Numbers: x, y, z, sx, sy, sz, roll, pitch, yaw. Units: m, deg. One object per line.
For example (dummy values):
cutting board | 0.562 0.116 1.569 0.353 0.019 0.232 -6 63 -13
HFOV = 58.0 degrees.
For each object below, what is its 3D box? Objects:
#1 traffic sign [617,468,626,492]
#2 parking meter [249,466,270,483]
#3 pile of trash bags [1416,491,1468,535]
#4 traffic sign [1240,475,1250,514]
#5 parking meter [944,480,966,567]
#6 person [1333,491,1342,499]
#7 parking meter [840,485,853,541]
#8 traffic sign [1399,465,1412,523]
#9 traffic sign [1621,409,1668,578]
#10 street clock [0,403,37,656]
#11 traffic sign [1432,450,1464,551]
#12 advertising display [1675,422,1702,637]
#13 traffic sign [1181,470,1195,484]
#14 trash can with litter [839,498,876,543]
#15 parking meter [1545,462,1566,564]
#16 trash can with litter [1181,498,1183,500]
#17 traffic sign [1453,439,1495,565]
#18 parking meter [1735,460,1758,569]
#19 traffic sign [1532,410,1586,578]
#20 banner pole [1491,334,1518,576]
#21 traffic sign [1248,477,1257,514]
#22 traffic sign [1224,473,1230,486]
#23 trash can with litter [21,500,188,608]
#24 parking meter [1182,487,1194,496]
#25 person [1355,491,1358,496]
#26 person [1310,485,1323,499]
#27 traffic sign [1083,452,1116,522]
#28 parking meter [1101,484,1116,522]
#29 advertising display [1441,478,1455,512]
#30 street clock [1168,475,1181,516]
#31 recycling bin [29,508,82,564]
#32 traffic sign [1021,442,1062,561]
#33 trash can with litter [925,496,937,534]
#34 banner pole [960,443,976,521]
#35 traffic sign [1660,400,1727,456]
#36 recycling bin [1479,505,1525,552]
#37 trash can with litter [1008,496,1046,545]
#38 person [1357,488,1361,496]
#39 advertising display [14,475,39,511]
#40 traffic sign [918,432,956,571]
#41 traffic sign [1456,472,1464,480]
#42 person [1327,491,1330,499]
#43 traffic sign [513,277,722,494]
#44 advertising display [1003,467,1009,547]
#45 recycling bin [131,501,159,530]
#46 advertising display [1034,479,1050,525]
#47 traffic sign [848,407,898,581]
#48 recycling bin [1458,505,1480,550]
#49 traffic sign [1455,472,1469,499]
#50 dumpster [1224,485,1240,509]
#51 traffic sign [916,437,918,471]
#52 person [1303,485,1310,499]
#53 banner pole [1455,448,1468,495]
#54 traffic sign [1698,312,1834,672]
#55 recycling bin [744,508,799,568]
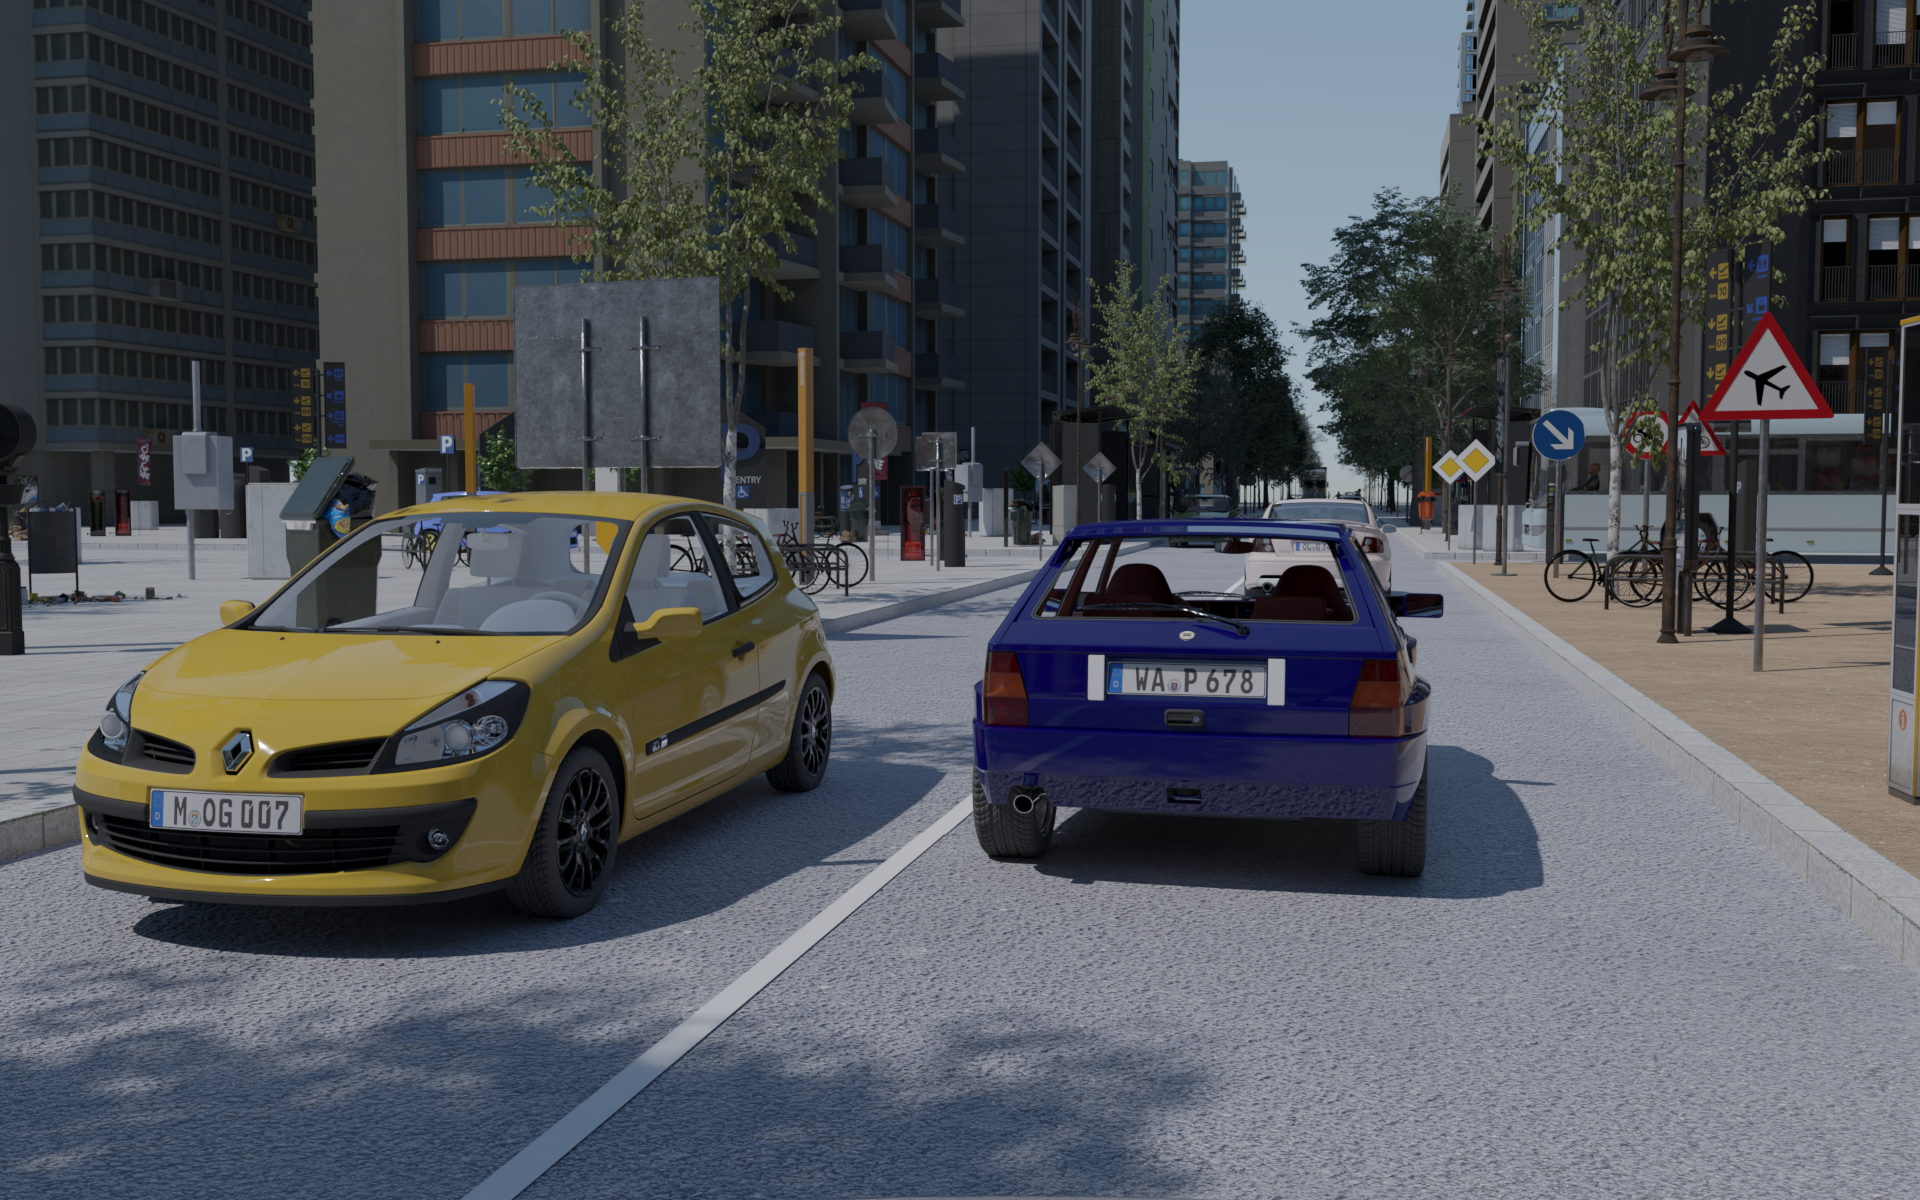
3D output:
traffic sign | -3.347 -1.041 17.129 0.768 2.556 0.104 1 4 21
parking meter | -14.485 -1.845 35.876 0.399 1.863 0.255 2 4 31
pile of trash bags | 15.879 -2.745 54.628 1.912 1.369 3.447 -3 5 -39
traffic sign | 18.146 -6.750 110.463 0.768 2.556 0.104 1 4 13
parking meter | -0.091 -1.348 30.454 0.372 1.533 0.369 0 3 0
person | 37.527 -9.935 171.671 1.217 1.736 0.721 1 4 14
parking meter | -3.094 -2.379 47.304 0.372 1.533 0.369 0 3 0
traffic sign | 19.539 -4.614 75.541 0.768 2.556 0.104 1 4 18
traffic sign | 10.100 -1.551 25.469 0.768 2.556 0.104 1 4 18
street clock | -7.609 -0.563 13.772 0.471 2.002 0.358 0 4 1
traffic sign | 11.092 -2.177 39.239 0.795 2.450 0.064 1 4 13
advertising display | 6.663 -0.658 15.980 0.123 1.923 0.974 1 4 13
traffic sign | 11.893 -5.522 90.394 0.768 2.556 0.104 1 4 14
trash can with litter | -2.741 -2.114 45.950 0.624 1.170 1.055 2 4 29
parking meter | 10.917 -1.593 31.752 0.255 1.863 0.399 2 4 31
trash can with litter | 10.696 -4.521 85.306 0.624 1.170 1.055 3 5 39
traffic sign | 9.351 -1.700 31.445 0.795 2.450 0.064 1 4 13
parking meter | 13.525 -1.476 29.837 0.255 1.863 0.399 0 4 -1
traffic sign | 9.085 -1.603 26.320 0.768 2.556 0.104 1 4 22
banner pole | 8.430 -2.257 26.926 0.401 3.779 0.863 2 4 34
traffic sign | 18.636 -6.788 111.092 0.768 2.556 0.104 1 4 16
traffic sign | 16.555 -6.493 106.259 0.768 2.556 0.104 1 4 16
trash can with litter | -10.356 -0.586 20.641 2.233 1.210 1.678 -3 4 -38
parking meter | 8.531 -3.434 64.557 0.372 1.533 0.369 0 3 0
person | 32.288 -8.027 140.571 0.721 1.723 1.217 2 4 34
person | 14.495 -3.780 70.491 0.473 1.802 0.592 0 4 -5
traffic sign | 3.293 -2.285 40.995 0.795 2.450 0.064 1 4 13
parking meter | 3.794 -2.194 44.286 0.372 1.533 0.369 0 3 0
advertising display | 17.723 -3.528 62.900 0.123 1.923 0.974 3 4 36
street clock | 8.130 -3.741 65.737 0.471 2.002 0.358 0 4 8
recycling bin | -16.601 -1.176 31.785 0.722 1.027 0.722 -3 5 -40
traffic sign | 1.552 -1.808 33.202 0.795 2.450 0.064 1 4 13
trash can with litter | -0.768 -2.755 56.109 1.678 1.210 2.233 2 4 31
banner pole | 0.377 -5.746 83.959 0.863 3.779 0.401 0 4 -2
traffic sign | 10.134 -1.469 24.017 0.884 2.594 0.081 1 4 21
recycling bin | 12.154 -1.601 38.725 0.722 1.027 0.722 2 4 35
trash can with litter | 1.667 -1.971 43.616 0.624 1.170 1.055 3 5 39
person | 27.452 -6.753 118.918 0.705 1.823 1.348 1 4 18
advertising display | -32.066 -3.322 59.530 0.123 1.923 0.974 1 4 12
traffic sign | -0.359 -1.626 28.720 0.606 2.300 0.079 1 4 20
traffic sign | 18.140 -3.891 63.730 0.768 2.556 0.104 1 4 22
person | 51.407 -14.252 241.532 0.705 1.823 1.348 -1 4 -9
traffic sign | -3.317 -1.392 16.628 2.265 3.308 0.079 1 4 20
advertising display | 1.124 -2.269 42.305 0.123 1.923 0.974 0 4 1
recycling bin | -29.119 -3.016 61.871 0.722 1.027 0.722 0 4 -6
advertising display | 3.592 -4.096 72.189 0.974 1.923 0.123 1 4 15
traffic sign | -1.294 -1.550 25.443 0.768 2.556 0.104 1 4 14
recycling bin | 12.017 -1.683 40.066 0.722 1.027 0.722 -1 4 -14
traffic sign | 22.152 -4.689 76.774 0.768 2.556 0.104 1 4 19
dumpster | 17.733 -6.619 113.973 1.264 1.857 1.865 1 4 13
traffic sign | -0.500 -1.760 30.903 0.606 2.300 0.079 1 4 13
person | 14.933 -4.049 74.819 0.853 1.813 0.709 1 4 16
banner pole | 24.198 -5.736 83.803 0.863 3.779 0.401 3 5 40
traffic sign | 5.766 -0.761 12.440 0.884 2.594 0.081 1 4 22
recycling bin | -3.269 -1.071 30.063 0.722 1.027 0.722 -3 5 -43
